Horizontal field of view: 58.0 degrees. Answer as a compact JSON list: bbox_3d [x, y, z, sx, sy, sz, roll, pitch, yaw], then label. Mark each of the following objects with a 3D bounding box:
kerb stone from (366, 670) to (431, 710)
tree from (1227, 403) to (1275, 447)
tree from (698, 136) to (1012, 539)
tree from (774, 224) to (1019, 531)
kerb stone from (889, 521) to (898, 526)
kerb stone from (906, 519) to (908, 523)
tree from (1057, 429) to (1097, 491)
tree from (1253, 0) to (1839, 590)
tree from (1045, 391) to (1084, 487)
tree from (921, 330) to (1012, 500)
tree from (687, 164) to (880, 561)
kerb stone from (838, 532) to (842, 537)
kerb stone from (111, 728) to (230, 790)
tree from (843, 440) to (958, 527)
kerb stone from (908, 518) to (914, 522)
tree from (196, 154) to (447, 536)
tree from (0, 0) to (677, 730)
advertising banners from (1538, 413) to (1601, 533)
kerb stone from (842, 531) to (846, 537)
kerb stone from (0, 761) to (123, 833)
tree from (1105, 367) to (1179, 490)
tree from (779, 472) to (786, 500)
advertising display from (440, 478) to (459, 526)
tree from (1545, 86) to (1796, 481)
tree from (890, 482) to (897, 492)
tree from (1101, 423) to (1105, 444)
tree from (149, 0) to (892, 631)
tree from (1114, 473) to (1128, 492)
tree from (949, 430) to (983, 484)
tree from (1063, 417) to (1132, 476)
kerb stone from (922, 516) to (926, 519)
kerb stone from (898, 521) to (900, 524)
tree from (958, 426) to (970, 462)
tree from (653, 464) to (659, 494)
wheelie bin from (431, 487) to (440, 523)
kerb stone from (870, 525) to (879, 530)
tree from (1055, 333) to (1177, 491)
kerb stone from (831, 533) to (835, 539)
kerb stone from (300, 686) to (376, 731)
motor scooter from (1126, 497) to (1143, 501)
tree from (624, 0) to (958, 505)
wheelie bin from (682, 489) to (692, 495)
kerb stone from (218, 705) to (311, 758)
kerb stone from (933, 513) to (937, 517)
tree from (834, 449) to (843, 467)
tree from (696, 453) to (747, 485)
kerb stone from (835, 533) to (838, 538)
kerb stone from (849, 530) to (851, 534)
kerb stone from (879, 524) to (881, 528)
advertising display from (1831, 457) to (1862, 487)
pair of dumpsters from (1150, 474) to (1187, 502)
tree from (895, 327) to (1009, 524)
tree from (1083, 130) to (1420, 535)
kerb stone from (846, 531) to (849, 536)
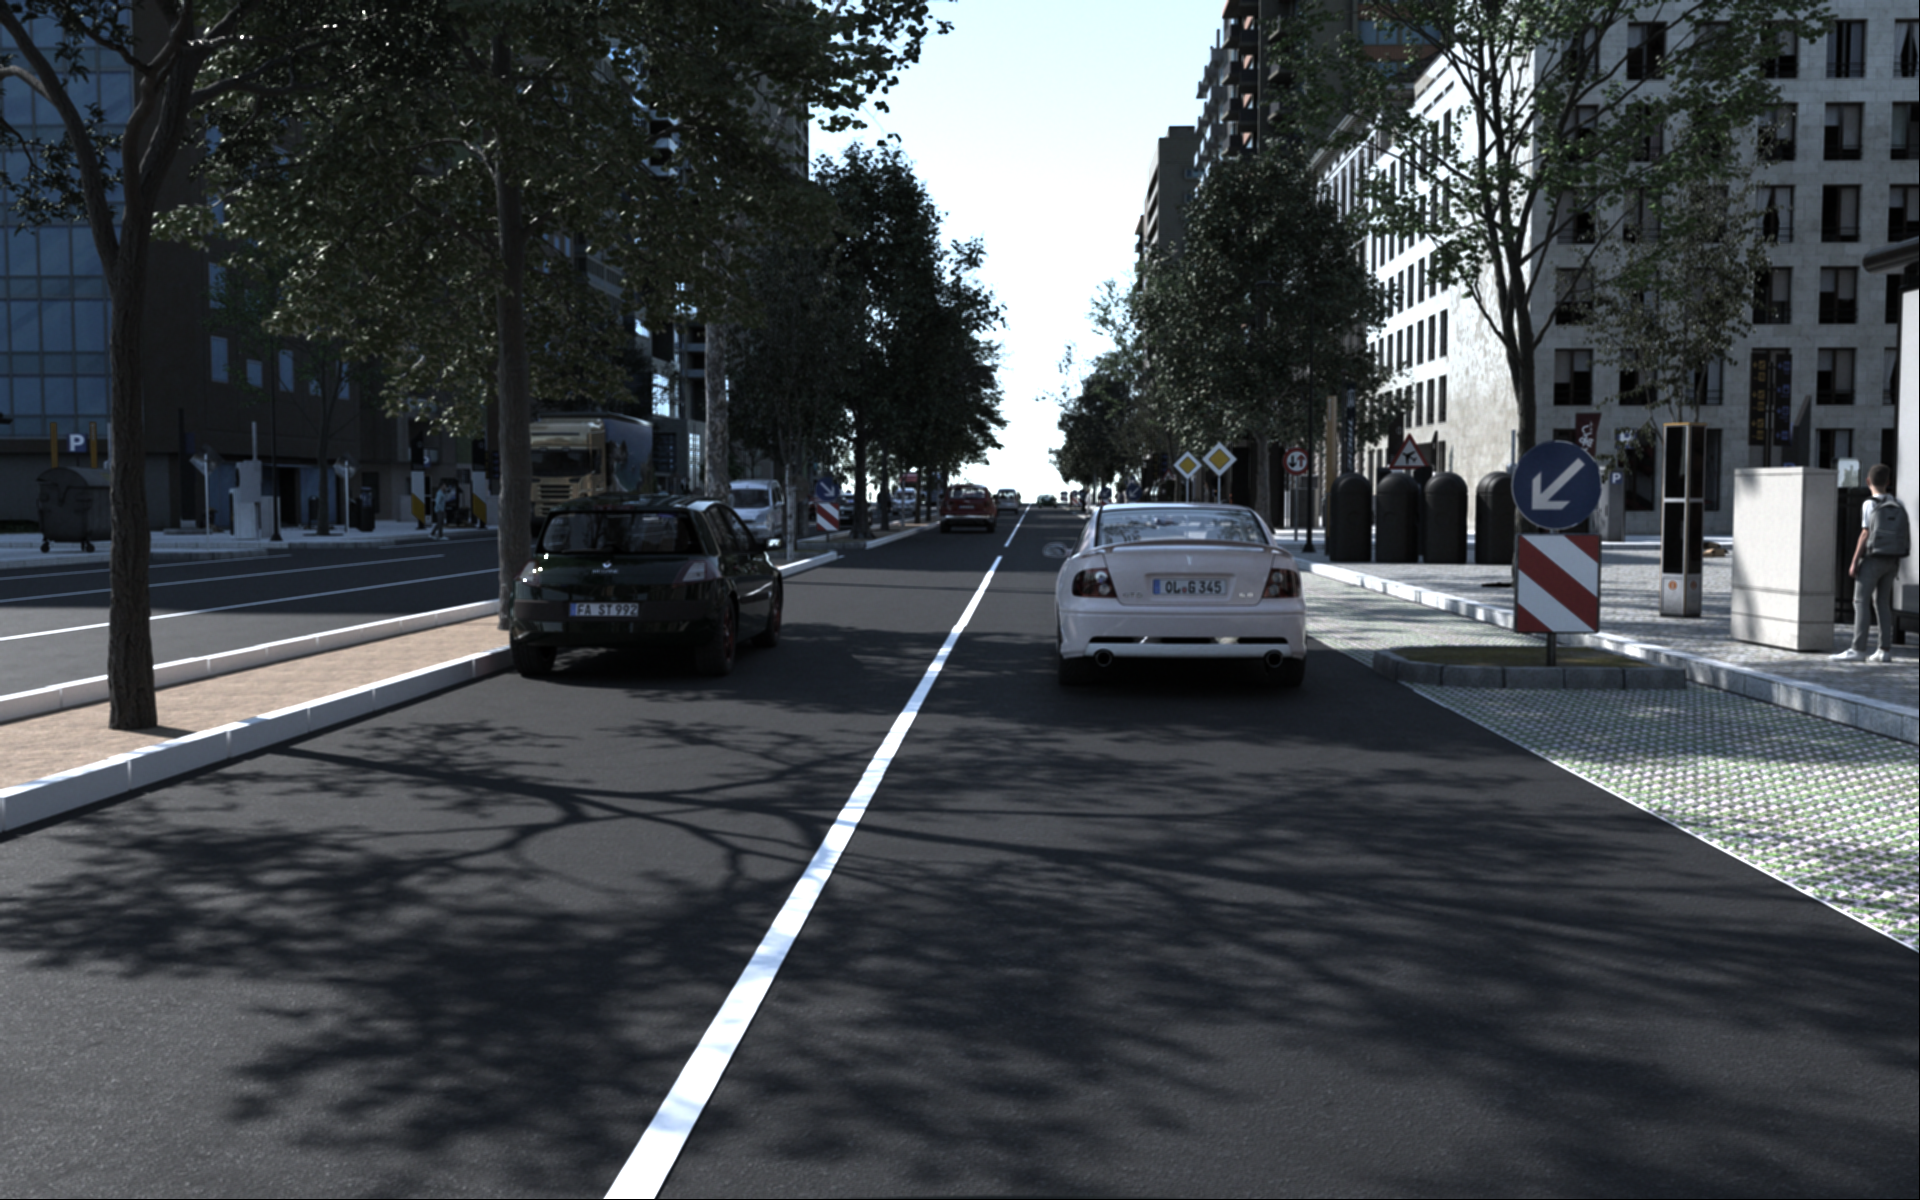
[{"bbox_3d":[-3.907,0.626,11.955,0.120,0.150,1.000,0,4,3],"label":"kerb stone"},{"bbox_3d":[16.664,-9.075,98.739,4.360,8.622,3.978,0,3,0],"label":"tree"},{"bbox_3d":[-3.167,-8.284,54.910,9.611,12.733,9.660,0,3,0],"label":"tree"},{"bbox_3d":[-2.949,-9.430,67.011,12.009,13.543,11.850,0,3,0],"label":"tree"},{"bbox_3d":[-3.060,-3.487,79.200,0.120,0.150,1.000,0,4,3],"label":"kerb stone"},{"bbox_3d":[-2.784,-3.862,85.347,0.120,0.150,1.000,0,4,3],"label":"kerb stone"},{"bbox_3d":[17.618,-20.102,246.801,7.486,12.596,7.792,0,3,0],"label":"tree"},{"bbox_3d":[7.607,-5.976,23.459,9.928,11.665,9.643,0,3,0],"label":"tree"},{"bbox_3d":[12.937,-14.672,156.893,9.611,12.733,9.660,0,3,0],"label":"tree"},{"bbox_3d":[-0.777,-11.128,102.529,7.486,12.596,7.792,0,3,0],"label":"tree"},{"bbox_3d":[-3.596,-5.108,36.342,4.360,8.622,3.978,0,3,0],"label":"tree"},{"bbox_3d":[-4.048,-2.105,56.641,0.120,0.150,1.000,0,4,3],"label":"kerb stone"},{"bbox_3d":[-4.054,0.814,8.892,0.120,0.150,1.000,0,4,3],"label":"kerb stone"},{"bbox_3d":[-2.525,-7.510,75.607,4.737,8.622,4.395,0,3,0],"label":"tree"},{"bbox_3d":[-2.605,-4.112,89.430,0.120,0.150,1.000,0,4,3],"label":"kerb stone"},{"bbox_3d":[-19.500,-7.784,53.022,9.928,11.665,9.643,0,3,0],"label":"tree"},{"bbox_3d":[-5.087,-4.467,9.906,8.767,10.594,7.601,0,4,3],"label":"tree"},{"bbox_3d":[12.780,-2.531,37.573,2.074,3.025,0.090,1,4,17],"label":"advertising banners"},{"bbox_3d":[-4.008,-2.167,57.665,0.120,0.150,1.000,0,4,3],"label":"kerb stone"},{"bbox_3d":[-4.097,0.881,7.864,0.120,0.150,1.000,0,4,3],"label":"kerb stone"},{"bbox_3d":[11.486,-9.156,100.061,4.360,8.622,3.978,0,3,0],"label":"tree"},{"bbox_3d":[-15.064,-9.436,148.872,1.663,3.219,1.824,0,3,0],"label":"tree"},{"bbox_3d":[-20.462,-3.930,69.466,0.974,1.923,0.123,2,4,35],"label":"advertising display"},{"bbox_3d":[13.066,-4.957,31.410,4.360,8.622,3.978,0,3,0],"label":"tree"},{"bbox_3d":[-9.736,-16.362,262.122,1.663,3.219,1.824,0,3,0],"label":"tree"},{"bbox_3d":[10.905,-9.506,105.783,4.360,8.622,3.978,0,3,0],"label":"tree"},{"bbox_3d":[-4.566,-5.925,17.459,7.486,12.596,7.792,0,3,0],"label":"tree"},{"bbox_3d":[13.752,-9.242,145.706,1.663,3.219,1.824,0,3,0],"label":"tree"},{"bbox_3d":[-0.163,-10.225,119.999,4.360,8.622,3.978,0,3,0],"label":"tree"},{"bbox_3d":[15.350,-15.535,188.411,7.601,10.594,8.767,2,4,30],"label":"tree"},{"bbox_3d":[-2.106,-4.801,100.696,0.120,0.150,1.000,0,4,3],"label":"kerb stone"},{"bbox_3d":[-3.017,-3.549,80.221,0.120,0.150,1.000,0,4,3],"label":"kerb stone"},{"bbox_3d":[-1.243,-8.743,95.772,4.737,8.622,4.395,0,3,0],"label":"tree"},{"bbox_3d":[-17.415,-6.295,97.521,1.663,3.219,1.824,0,3,0],"label":"tree"},{"bbox_3d":[-23.147,-4.186,76.353,0.980,1.594,0.693,1,4,12],"label":"wheelie bin"},{"bbox_3d":[-3.469,-2.923,69.979,0.120,0.150,1.000,0,4,3],"label":"kerb stone"},{"bbox_3d":[12.384,-13.432,129.988,12.009,13.543,11.850,0,3,0],"label":"tree"},{"bbox_3d":[-4.145,-1.977,54.585,0.120,0.150,1.000,0,4,3],"label":"kerb stone"},{"bbox_3d":[-3.956,0.691,10.934,0.120,0.150,1.000,0,4,3],"label":"kerb stone"},{"bbox_3d":[8.105,-4.139,80.453,0.815,1.314,1.986,0,4,2],"label":"motor scooter"},{"bbox_3d":[-2.862,-10.338,27.381,12.611,20.169,13.585,0,3,0],"label":"tree"},{"bbox_3d":[-17.449,-6.303,110.963,0.693,1.594,0.980,-3,5,-43],"label":"wheelie bin"},{"bbox_3d":[-4.000,0.751,9.913,0.120,0.150,1.000,0,4,3],"label":"kerb stone"},{"bbox_3d":[-1.616,-5.490,111.962,0.120,0.150,1.000,0,4,3],"label":"kerb stone"},{"bbox_3d":[-12.749,-15.245,199.615,4.737,8.622,4.395,0,3,0],"label":"tree"},{"bbox_3d":[-16.259,-8.213,117.998,4.285,4.588,4.351,0,3,0],"label":"tree"},{"bbox_3d":[-4.100,-2.043,55.606,0.120,0.150,1.000,0,4,3],"label":"kerb stone"},{"bbox_3d":[-3.908,-2.290,59.712,0.120,0.150,1.000,0,4,3],"label":"kerb stone"},{"bbox_3d":[-3.424,-2.985,71.003,0.120,0.150,1.000,0,4,3],"label":"kerb stone"},{"bbox_3d":[15.741,-1.566,30.812,0.974,1.923,0.123,-3,5,-39],"label":"advertising display"},{"bbox_3d":[10.313,-5.070,85.388,1.574,2.255,4.437,0,4,3],"label":"pair of dumpsters"},{"bbox_3d":[-1.691,-9.333,89.469,8.767,10.594,7.601,0,4,3],"label":"tree"},{"bbox_3d":[9.691,-8.446,55.093,9.611,12.733,9.660,0,3,0],"label":"tree"},{"bbox_3d":[-3.961,-2.232,58.686,0.120,0.150,1.000,0,4,3],"label":"kerb stone"}]
